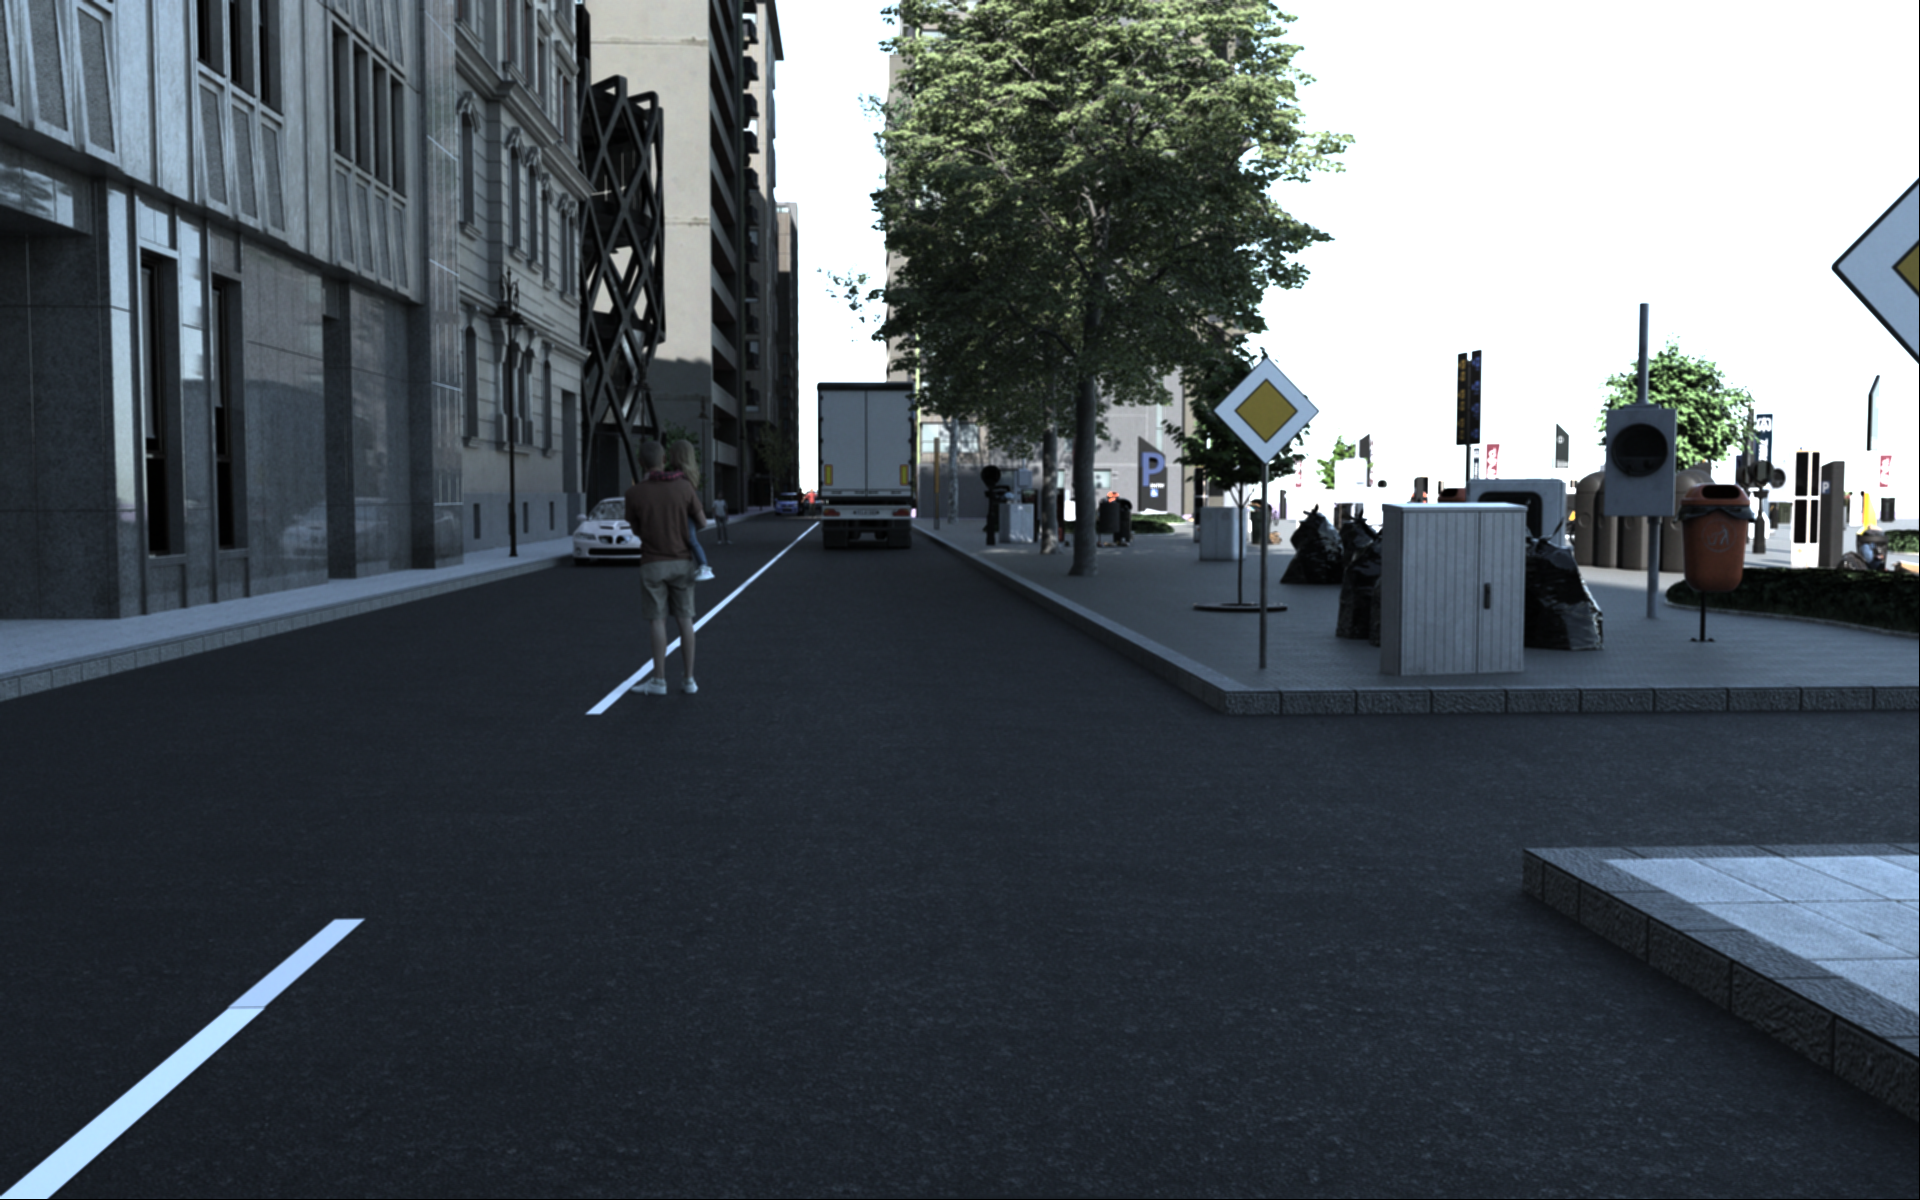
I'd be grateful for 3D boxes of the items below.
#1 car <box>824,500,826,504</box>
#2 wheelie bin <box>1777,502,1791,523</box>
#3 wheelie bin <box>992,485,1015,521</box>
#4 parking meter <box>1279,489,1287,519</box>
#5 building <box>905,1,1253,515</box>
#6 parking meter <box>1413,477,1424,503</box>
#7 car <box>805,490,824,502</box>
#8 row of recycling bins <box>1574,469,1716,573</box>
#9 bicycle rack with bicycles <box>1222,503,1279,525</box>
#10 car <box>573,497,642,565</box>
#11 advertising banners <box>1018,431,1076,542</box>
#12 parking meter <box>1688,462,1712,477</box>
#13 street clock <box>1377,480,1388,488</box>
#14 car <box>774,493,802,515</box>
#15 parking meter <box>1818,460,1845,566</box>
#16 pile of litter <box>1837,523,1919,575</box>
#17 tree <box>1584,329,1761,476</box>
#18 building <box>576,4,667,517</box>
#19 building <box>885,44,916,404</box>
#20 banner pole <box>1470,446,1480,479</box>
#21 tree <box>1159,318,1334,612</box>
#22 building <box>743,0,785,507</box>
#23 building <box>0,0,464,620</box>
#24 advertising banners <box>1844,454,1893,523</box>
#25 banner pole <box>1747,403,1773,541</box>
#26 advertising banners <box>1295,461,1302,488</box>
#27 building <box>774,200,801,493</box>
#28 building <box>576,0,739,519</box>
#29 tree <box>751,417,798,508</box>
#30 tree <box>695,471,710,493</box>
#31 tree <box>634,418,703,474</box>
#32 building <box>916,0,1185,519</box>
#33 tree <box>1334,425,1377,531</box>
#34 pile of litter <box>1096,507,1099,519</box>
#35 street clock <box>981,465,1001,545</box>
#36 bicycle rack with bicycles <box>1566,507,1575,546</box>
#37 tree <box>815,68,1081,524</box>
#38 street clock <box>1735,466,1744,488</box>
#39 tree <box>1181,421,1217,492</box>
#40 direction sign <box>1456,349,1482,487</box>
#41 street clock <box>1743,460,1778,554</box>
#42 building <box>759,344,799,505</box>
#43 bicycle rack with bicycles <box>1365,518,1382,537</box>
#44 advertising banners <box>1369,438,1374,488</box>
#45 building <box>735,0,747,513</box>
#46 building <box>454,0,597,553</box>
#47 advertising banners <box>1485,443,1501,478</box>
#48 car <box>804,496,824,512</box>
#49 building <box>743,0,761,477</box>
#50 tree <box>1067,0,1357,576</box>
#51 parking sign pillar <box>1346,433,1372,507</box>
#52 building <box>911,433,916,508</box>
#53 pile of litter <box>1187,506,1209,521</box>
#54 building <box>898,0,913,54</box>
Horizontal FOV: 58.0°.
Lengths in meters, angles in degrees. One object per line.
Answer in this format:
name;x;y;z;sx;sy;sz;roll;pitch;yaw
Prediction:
car;-15.031;-10.466;183.127;2.014;1.417;4.499;0;4;-4
wheelie bin;36.359;-4.179;76.240;0.980;1.594;0.693;1;4;20
wheelie bin;1.455;-3.220;60.554;0.980;1.594;0.693;1;4;18
parking meter;16.530;-4.905;88.608;0.372;1.533;0.369;0;3;0
building;7.474;-28.379;118.619;22.147;44.769;28.867;0;4;-4
parking meter;15.296;-3.186;57.795;0.255;1.863;0.399;0;4;-1
car;-14.636;-10.067;173.272;2.281;1.827;5.304;0;4;-5
row of recycling bins;11.660;-1.377;29.632;1.069;1.692;3.534;-1;4;-10
bicycle rack with bicycles;11.808;-3.558;71.562;2.852;0.926;2.925;0;4;1
car;-6.917;-1.472;36.421;2.083;1.381;4.827;0;4;-3
advertising banners;2.549;-3.080;46.542;2.074;3.025;0.090;-1;4;-17
parking meter;13.446;-1.580;31.543;0.399;1.863;0.255;-2;4;-25
street clock;21.197;-5.040;86.972;0.471;2.002;0.358;-1;4;-18
car;-11.661;-6.629;117.970;1.945;1.707;3.694;0;4;-2
parking meter;15.192;-1.499;30.217;0.255;1.863;0.399;-1;4;-11
pile of litter;13.365;-0.669;24.902;1.719;0.858;1.176;-1;4;-12
tree;14.042;-3.106;34.502;4.285;4.588;4.351;0;3;0
building;-19.354;-11.939;62.650;16.820;18.784;16.811;0;4;-4
building;2.878;-34.311;184.684;21.300;48.544;21.600;0;4;-4
banner pole;24.505;-5.663;82.613;0.401;3.779;0.863;-2;4;-24
tree;2.989;-1.501;19.145;1.663;3.219;1.824;0;3;0
building;-33.237;-36.312;182.934;28.713;52.752;27.495;0;4;-4
building;-14.484;-12.400;20.765;12.078;24.808;19.932;0;4;-4
advertising banners;40.239;-4.939;76.948;2.074;3.025;0.090;1;4;23
banner pole;21.811;-3.510;47.401;0.401;3.779;0.863;-3;5;-43
advertising banners;15.536;-4.922;76.661;2.074;3.025;0.090;-2;4;-28
building;-29.018;-33.712;234.790;14.154;41.232;14.086;0;4;-4
building;-23.933;-28.941;96.889;21.300;48.544;21.600;0;4;-4
tree;-17.519;-13.039;163.557;4.737;8.622;4.395;0;3;0
tree;-13.227;-5.585;85.913;1.663;3.219;1.824;0;3;0
tree;-12.598;-5.578;74.913;4.285;4.588;4.351;0;3;0
building;4.487;-25.270;96.752;14.154;41.232;14.086;0;4;-4
tree;10.682;-3.321;48.894;1.663;3.219;1.824;0;3;0
pile of litter;5.863;-3.450;70.367;1.719;0.858;1.176;0;4;8
street clock;0.773;-2.383;43.526;0.471;2.002;0.358;-1;4;-11
bicycle rack with bicycles;16.008;-2.033;46.626;2.852;0.926;2.925;0;4;6
tree;0.130;-13.453;75.846;12.611;20.169;13.585;0;3;0
street clock;20.282;-2.459;44.775;0.471;2.002;0.358;-1;4;-22
tree;9.660;-4.823;62.574;4.285;4.588;4.351;0;3;0
direction sign;8.079;-2.175;27.560;0.379;3.537;0.876;0;4;-8
street clock;17.234;-2.002;37.298;0.471;2.002;0.358;0;4;-3
building;-34.263;-22.538;213.532;27.650;21.520;28.899;0;4;-4
bicycle rack with bicycles;10.371;-1.536;38.499;2.852;0.926;2.925;-3;5;-42
advertising banners;13.350;-3.618;55.344;0.090;3.025;2.074;2;4;29
building;-21.784;-26.409;115.378;14.154;41.232;14.086;0;4;-4
building;-17.290;-15.591;42.296;14.401;28.519;23.554;0;4;-4
advertising banners;17.737;-3.908;60.080;2.074;3.025;0.090;3;5;42
car;-11.701;-7.672;137.437;2.014;1.417;4.499;0;4;-6
building;-27.396;-29.528;137.414;22.147;44.769;28.867;0;4;-4
tree;2.385;-6.667;27.126;7.486;12.596;7.792;0;3;0
parking sign pillar;17.536;-5.392;76.632;1.447;3.967;1.447;2;4;33
building;5.439;-51.039;147.154;22.319;86.520;31.000;0;4;-4
pile of litter;11.719;-4.230;83.125;1.719;0.858;1.176;1;4;23
building;-0.038;-48.788;235.941;20.563;71.187;20.611;0;4;-4
